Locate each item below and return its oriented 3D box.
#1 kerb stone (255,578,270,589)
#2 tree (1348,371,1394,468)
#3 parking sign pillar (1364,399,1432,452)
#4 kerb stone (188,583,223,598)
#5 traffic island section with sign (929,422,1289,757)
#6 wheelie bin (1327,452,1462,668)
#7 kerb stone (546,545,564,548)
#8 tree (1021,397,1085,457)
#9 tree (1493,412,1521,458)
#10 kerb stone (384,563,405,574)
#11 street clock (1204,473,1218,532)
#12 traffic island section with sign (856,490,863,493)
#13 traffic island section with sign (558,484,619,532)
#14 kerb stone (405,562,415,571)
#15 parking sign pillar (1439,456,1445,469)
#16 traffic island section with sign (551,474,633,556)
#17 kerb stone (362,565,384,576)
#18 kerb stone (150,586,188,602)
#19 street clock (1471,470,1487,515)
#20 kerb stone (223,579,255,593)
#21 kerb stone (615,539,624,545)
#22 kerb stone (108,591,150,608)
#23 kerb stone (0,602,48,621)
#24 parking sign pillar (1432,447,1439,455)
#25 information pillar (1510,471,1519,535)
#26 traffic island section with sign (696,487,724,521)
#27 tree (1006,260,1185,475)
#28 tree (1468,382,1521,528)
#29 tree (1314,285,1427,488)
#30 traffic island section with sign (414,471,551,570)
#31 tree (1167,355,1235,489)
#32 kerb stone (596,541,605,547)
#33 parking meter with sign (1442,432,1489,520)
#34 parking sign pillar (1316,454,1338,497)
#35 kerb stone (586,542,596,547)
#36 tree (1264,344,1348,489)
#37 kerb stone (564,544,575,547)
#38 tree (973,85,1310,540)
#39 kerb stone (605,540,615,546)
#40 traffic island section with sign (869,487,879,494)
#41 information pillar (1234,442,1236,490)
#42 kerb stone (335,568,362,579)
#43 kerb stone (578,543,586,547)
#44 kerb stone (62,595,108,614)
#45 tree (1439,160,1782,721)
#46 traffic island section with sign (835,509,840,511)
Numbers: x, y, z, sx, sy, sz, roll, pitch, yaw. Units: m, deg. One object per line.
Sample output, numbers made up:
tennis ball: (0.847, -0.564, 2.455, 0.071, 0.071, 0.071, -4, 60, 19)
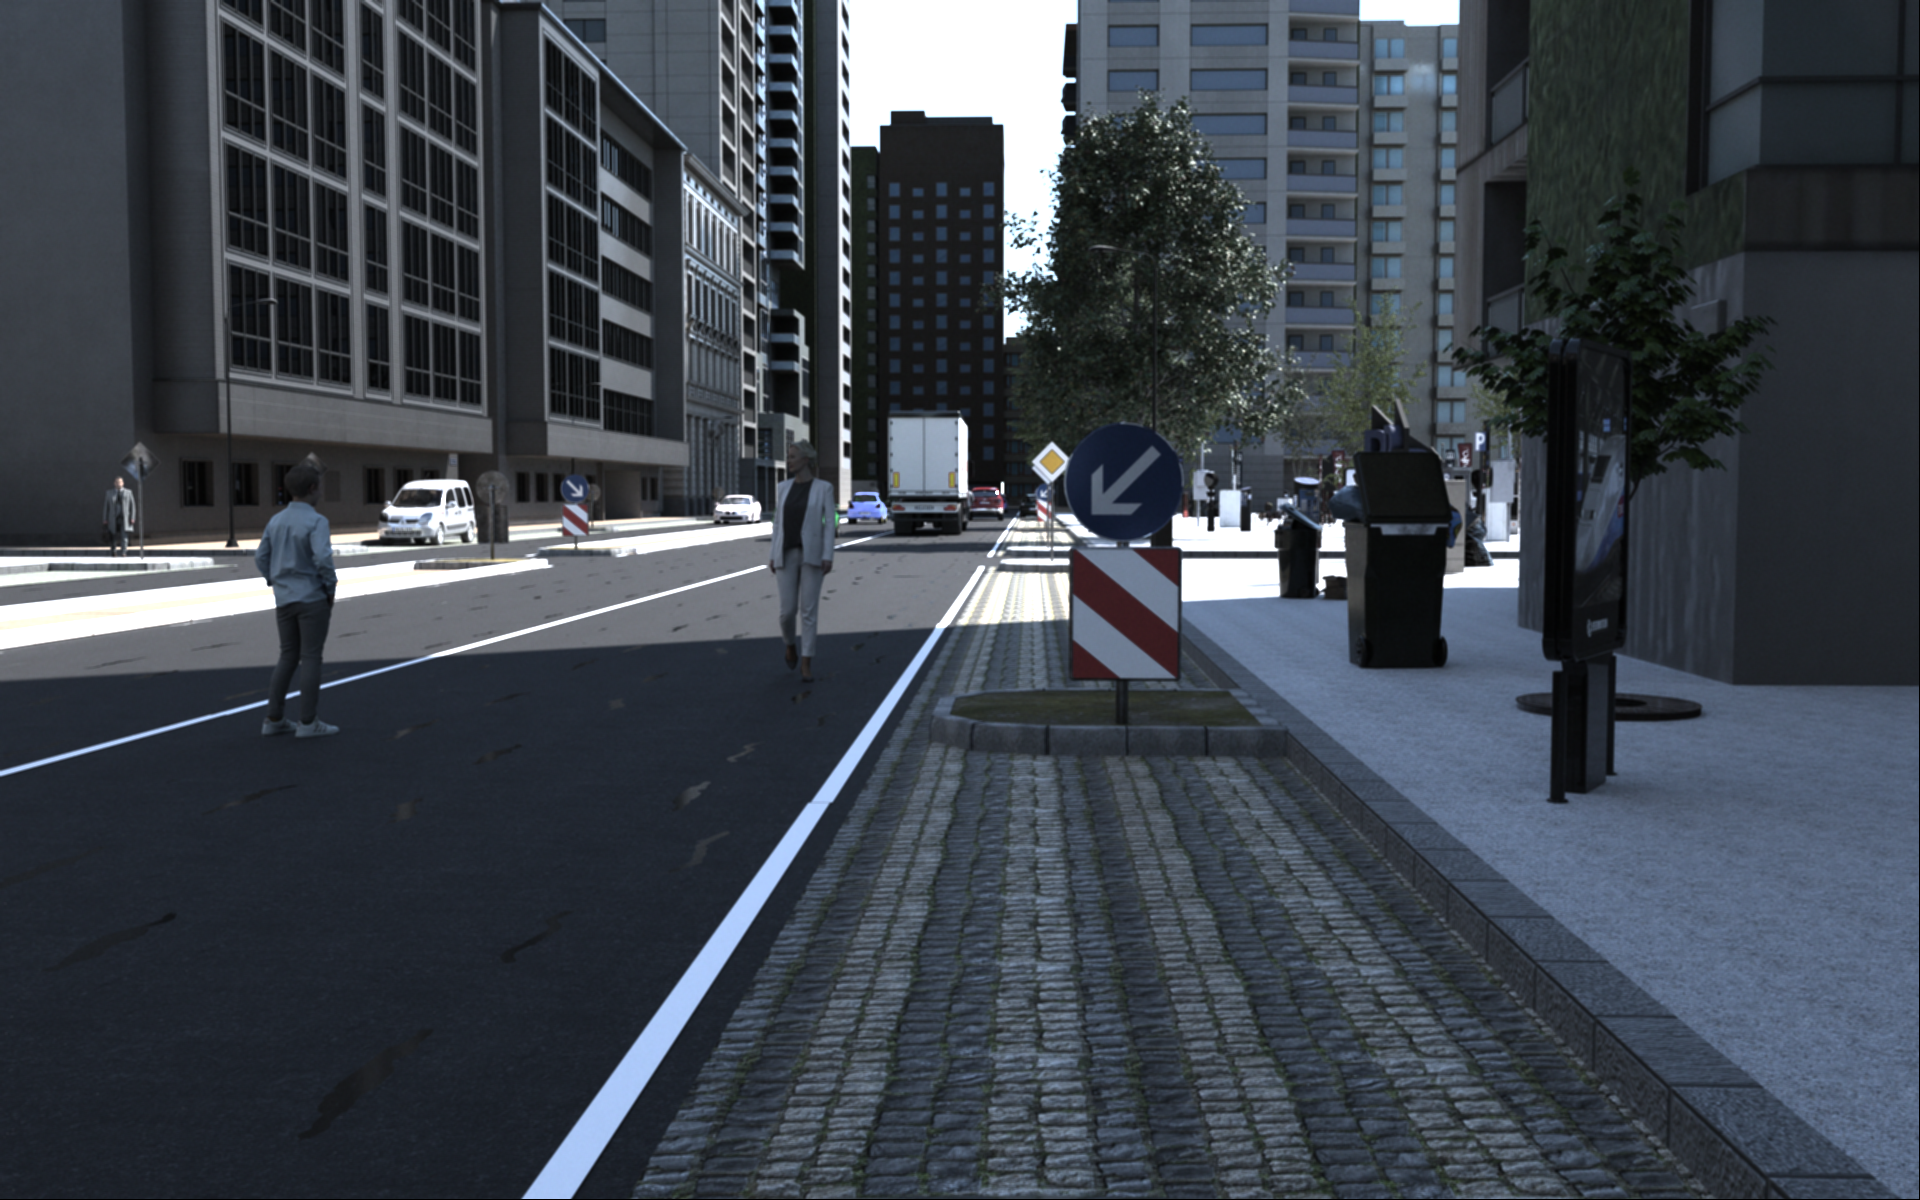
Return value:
kerb stone: (-10.568, -0.251, 26.298, 0.120, 0.150, 1.000, 0, 4, 2)
tree: (23.076, -9.241, 101.451, 4.360, 8.622, 3.978, 0, 3, 0)
parking sign pillar: (12.164, -3.658, 48.284, 1.447, 3.967, 1.447, 0, 4, 2)
kerb stone: (-10.651, -0.126, 24.248, 0.120, 0.150, 1.000, 0, 4, 2)
traffic island section with sign: (0.832, -0.106, 10.354, 1.989, 1.847, 2.006, 0, 4, 2)
wheelie bin: (3.221, -0.309, 12.961, 0.980, 1.594, 0.693, 0, 4, -4)
kerb stone: (-9.906, -1.224, 42.253, 0.120, 0.150, 1.000, 0, 4, 2)
tree: (7.388, -10.819, 111.295, 7.601, 10.594, 8.767, 0, 4, 0)
tree: (32.980, -9.205, 100.858, 4.360, 8.622, 3.978, 0, 3, 0)
kerb stone: (-10.350, -0.564, 31.413, 0.120, 0.150, 1.000, 0, 4, 2)
street clock: (8.546, -3.325, 58.941, 0.358, 2.002, 0.471, -2, 4, -35)
traffic island section with sign: (-9.828, -9.874, 170.064, 1.989, 1.847, 2.006, 0, 4, 2)
traffic island section with sign: (-14.132, -3.518, 66.150, 1.989, 1.847, 2.006, 0, 4, 2)
kerb stone: (-10.315, -0.626, 32.450, 0.120, 0.150, 1.000, 0, 4, 2)
parking sign pillar: (26.942, -6.714, 98.244, 1.447, 3.967, 1.447, -1, 4, -17)
traffic island section with sign: (-8.898, -1.999, 40.814, 2.006, 1.907, 1.989, 0, 4, 2)
kerb stone: (-10.395, -0.494, 30.387, 0.120, 0.150, 1.000, 0, 4, 2)
kerb stone: (-10.691, -0.063, 23.227, 0.120, 0.150, 1.000, 0, 4, 2)
street clock: (15.326, -2.857, 51.276, 0.471, 2.002, 0.358, 1, 4, 15)
kerb stone: (-10.615, -0.188, 25.269, 0.120, 0.150, 1.000, 0, 4, 2)
kerb stone: (-9.650, -1.603, 48.399, 0.120, 0.150, 1.000, 0, 4, 2)
kerb stone: (-10.736, 0.002, 22.204, 0.120, 0.150, 1.000, 0, 4, 2)
kerb stone: (-10.819, 0.124, 20.162, 0.120, 0.150, 1.000, 0, 4, 2)
parking sign pillar: (19.507, -5.217, 73.774, 1.447, 3.967, 1.447, 1, 4, 14)
information pillar: (17.384, -3.053, 54.412, 0.304, 2.012, 0.304, 1, 4, 9)
traffic island section with sign: (-13.014, -5.165, 93.082, 1.989, 1.847, 2.006, 0, 4, 2)
tree: (5.973, -9.489, 73.273, 7.486, 12.596, 7.792, 0, 3, 0)
tree: (21.382, -7.075, 66.040, 4.737, 8.622, 4.395, 0, 3, 0)
tree: (14.687, -6.828, 61.995, 4.737, 8.622, 4.395, 0, 3, 0)
traffic island section with sign: (-9.214, -1.546, 33.413, 2.006, 1.907, 1.989, 0, 4, 2)
tree: (11.602, -8.285, 85.819, 4.737, 8.622, 4.395, 0, 3, 0)
kerb stone: (-9.740, -1.472, 46.342, 0.120, 0.150, 1.000, 0, 4, 2)
parking meter with sign: (13.798, -3.177, 48.206, 1.738, 3.016, 0.543, -1, 4, -19)
parking sign pillar: (22.949, -7.322, 108.192, 1.447, 3.967, 1.447, 2, 4, 34)
kerb stone: (-9.774, -1.414, 45.320, 0.120, 0.150, 1.000, 0, 4, 2)
tree: (16.466, -8.184, 84.173, 4.360, 8.622, 3.978, 0, 3, 0)
kerb stone: (-9.860, -1.289, 43.274, 0.120, 0.150, 1.000, 0, 4, 2)
tree: (5.091, -8.083, 49.172, 9.611, 12.733, 9.660, 0, 3, 0)
kerb stone: (-9.693, -1.530, 47.364, 0.120, 0.150, 1.000, 0, 4, 2)
traffic island section with sign: (-5.798, -6.590, 115.889, 2.006, 1.907, 1.989, 0, 4, 2)
information pillar: (11.779, -5.072, 74.282, 0.183, 3.616, 0.504, 1, 4, 10)
kerb stone: (-10.444, -0.439, 29.365, 0.120, 0.150, 1.000, 0, 4, 2)
kerb stone: (-9.823, -1.349, 44.299, 0.120, 0.150, 1.000, 0, 4, 2)
kerb stone: (-10.779, 0.063, 21.183, 0.120, 0.150, 1.000, 0, 4, 2)
tree: (3.935, -0.947, 10.086, 1.663, 3.219, 1.824, 0, 3, 0)
traffic island section with sign: (-10.955, -8.227, 143.133, 1.989, 1.847, 2.006, 0, 4, 2)
